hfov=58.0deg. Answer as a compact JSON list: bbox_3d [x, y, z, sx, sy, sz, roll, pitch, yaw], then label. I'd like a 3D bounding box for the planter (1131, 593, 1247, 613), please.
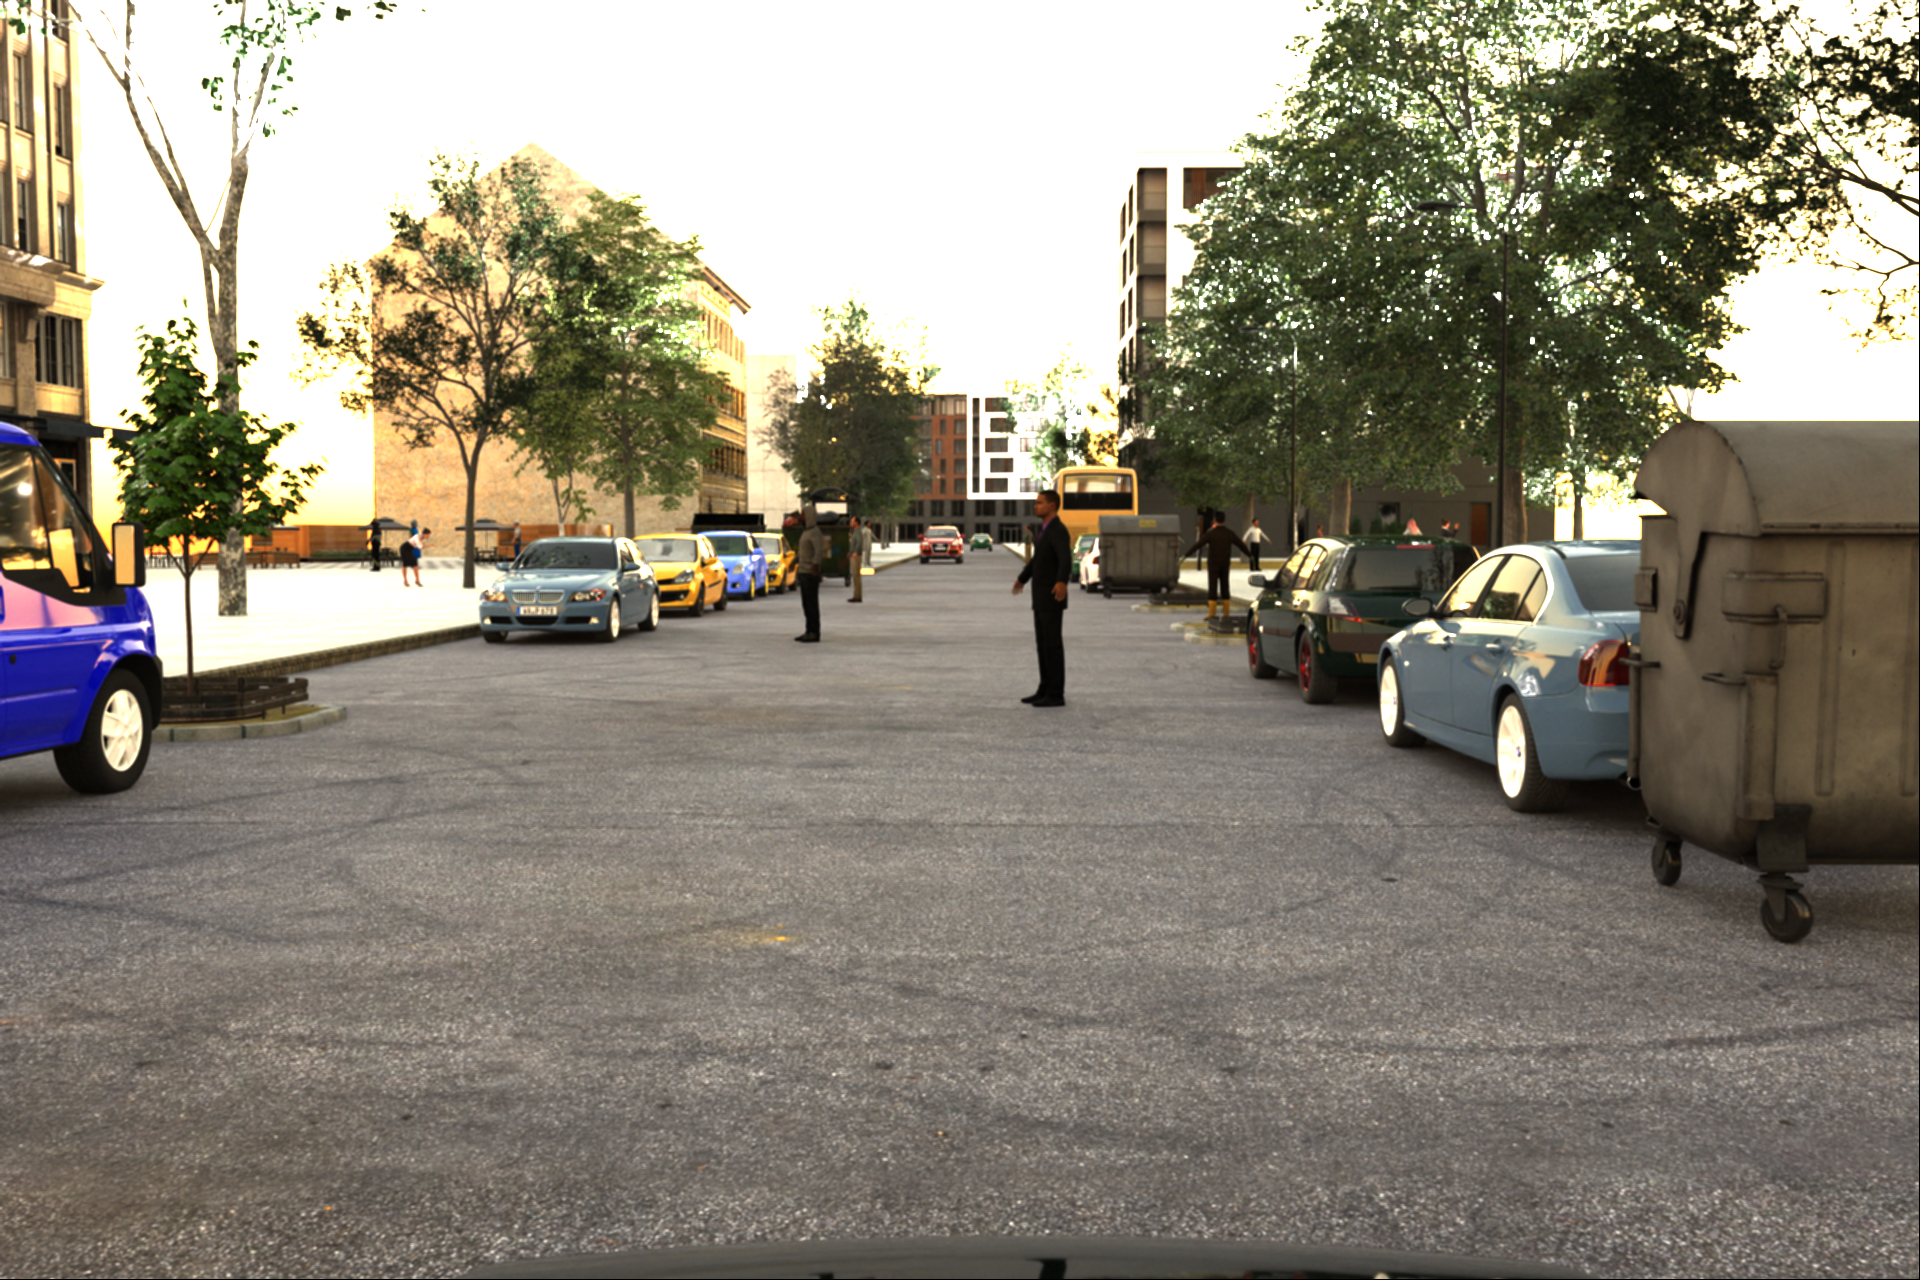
[{"bbox_3d":[4.227,-0.688,32.390,1.991,0.319,1.994,0,4,1],"label":"planter"}]

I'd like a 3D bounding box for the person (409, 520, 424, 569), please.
[{"bbox_3d":[-20.160,-3.547,64.126,0.704,1.817,1.347,0,4,1],"label":"person"}]

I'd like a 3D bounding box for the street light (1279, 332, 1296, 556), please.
[{"bbox_3d":[8.014,-4.054,38.823,1.470,5.913,1.316,0,4,1],"label":"street light"}]

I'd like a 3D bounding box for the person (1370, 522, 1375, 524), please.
[{"bbox_3d":[17.308,-4.061,72.340,0.705,1.837,1.347,0,4,5],"label":"person"}]

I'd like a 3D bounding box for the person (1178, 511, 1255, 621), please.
[{"bbox_3d":[4.254,-1.219,28.523,1.346,1.812,0.704,-1,4,-12],"label":"person"}]

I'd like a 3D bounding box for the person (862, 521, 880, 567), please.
[{"bbox_3d":[-3.629,-3.807,68.433,0.705,1.806,1.347,2,4,30],"label":"person"}]

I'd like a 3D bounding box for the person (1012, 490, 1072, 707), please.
[{"bbox_3d":[0.718,-0.357,14.511,0.704,1.802,1.346,-1,4,-14],"label":"person"}]

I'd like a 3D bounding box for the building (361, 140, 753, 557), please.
[{"bbox_3d":[-23.657,-16.840,106.257,19.493,23.208,18.063,0,4,1],"label":"building"}]

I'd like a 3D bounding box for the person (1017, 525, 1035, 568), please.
[{"bbox_3d":[2.840,-3.912,72.690,0.705,1.796,1.348,2,4,32],"label":"person"}]

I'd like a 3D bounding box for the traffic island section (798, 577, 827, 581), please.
[{"bbox_3d":[-5.134,-1.867,53.389,1.991,0.108,1.994,0,4,1],"label":"traffic island section"}]

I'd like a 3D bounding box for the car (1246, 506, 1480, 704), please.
[{"bbox_3d":[3.755,-0.379,15.983,2.009,1.686,4.222,0,3,0],"label":"car"}]

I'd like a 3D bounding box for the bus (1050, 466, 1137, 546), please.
[{"bbox_3d":[4.540,-4.270,61.356,2.896,3.916,12.252,0,4,1],"label":"bus"}]

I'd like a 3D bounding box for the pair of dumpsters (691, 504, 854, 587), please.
[{"bbox_3d":[-5.081,-2.587,47.242,4.436,2.255,1.574,0,4,1],"label":"pair of dumpsters"}]

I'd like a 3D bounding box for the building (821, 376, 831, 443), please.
[{"bbox_3d":[-21.470,-21.505,208.018,16.016,20.090,11.380,0,4,1],"label":"building"}]

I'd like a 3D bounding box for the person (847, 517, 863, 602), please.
[{"bbox_3d":[-2.209,-1.698,36.490,0.705,1.796,1.348,-1,4,-9],"label":"person"}]

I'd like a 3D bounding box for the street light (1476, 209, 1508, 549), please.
[{"bbox_3d":[8.148,-3.164,24.273,1.470,5.913,1.316,0,4,1],"label":"street light"}]

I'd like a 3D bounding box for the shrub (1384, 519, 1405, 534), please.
[{"bbox_3d":[20.297,-4.667,80.730,1.690,2.028,1.600,0,3,0],"label":"shrub"}]

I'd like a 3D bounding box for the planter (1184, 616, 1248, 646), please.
[{"bbox_3d":[4.038,-0.124,23.166,1.991,0.319,1.994,0,4,1],"label":"planter"}]

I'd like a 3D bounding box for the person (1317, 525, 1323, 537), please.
[{"bbox_3d":[17.339,-4.663,83.047,0.721,1.733,1.217,0,4,1],"label":"person"}]

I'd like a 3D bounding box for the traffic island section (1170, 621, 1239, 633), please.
[{"bbox_3d":[4.156,-0.173,25.700,1.991,0.108,1.994,0,4,1],"label":"traffic island section"}]

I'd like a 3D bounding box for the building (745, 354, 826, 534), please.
[{"bbox_3d":[-24.051,-19.548,186.061,16.747,18.905,31.486,0,4,1],"label":"building"}]

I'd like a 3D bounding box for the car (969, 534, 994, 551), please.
[{"bbox_3d":[1.782,-8.189,145.691,2.131,1.459,4.920,0,4,0],"label":"car"}]

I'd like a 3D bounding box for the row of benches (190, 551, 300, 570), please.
[{"bbox_3d":[-26.273,-2.939,63.514,1.422,0.672,4.104,3,4,39],"label":"row of benches"}]

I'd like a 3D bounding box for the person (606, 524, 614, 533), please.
[{"bbox_3d":[-19.278,-5.448,94.859,0.705,1.856,1.354,1,4,11],"label":"person"}]

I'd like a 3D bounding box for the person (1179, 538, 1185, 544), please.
[{"bbox_3d":[11.400,-5.043,91.717,0.991,1.433,0.599,1,4,9],"label":"person"}]

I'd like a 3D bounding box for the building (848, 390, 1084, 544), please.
[{"bbox_3d":[1.309,-25.283,259.807,32.646,21.610,27.936,1,4,10],"label":"building"}]

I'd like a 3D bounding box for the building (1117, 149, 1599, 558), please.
[{"bbox_3d":[23.669,-16.193,108.732,27.936,21.610,32.646,0,4,1],"label":"building"}]

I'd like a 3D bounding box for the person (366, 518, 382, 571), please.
[{"bbox_3d":[-20.248,-3.306,59.914,0.704,1.845,1.351,-2,4,-34],"label":"person"}]

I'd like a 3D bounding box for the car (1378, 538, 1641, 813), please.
[{"bbox_3d":[3.728,0.111,10.183,2.014,1.417,4.499,0,4,1],"label":"car"}]

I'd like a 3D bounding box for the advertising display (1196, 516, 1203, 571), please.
[{"bbox_3d":[8.411,-3.407,60.912,0.123,1.923,0.974,0,4,1],"label":"advertising display"}]

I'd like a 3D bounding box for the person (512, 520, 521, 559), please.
[{"bbox_3d":[-17.649,-3.856,68.895,0.705,1.847,1.347,0,4,-8],"label":"person"}]

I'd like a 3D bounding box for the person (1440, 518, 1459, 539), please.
[{"bbox_3d":[13.739,-2.549,48.517,0.445,1.727,0.742,-3,4,-37],"label":"person"}]

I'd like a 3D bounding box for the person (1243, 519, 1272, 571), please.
[{"bbox_3d":[10.247,-3.296,60.043,1.344,1.810,0.704,-2,4,-34],"label":"person"}]

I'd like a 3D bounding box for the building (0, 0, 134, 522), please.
[{"bbox_3d":[-31.544,-18.348,46.104,12.429,33.558,17.177,0,4,1],"label":"building"}]

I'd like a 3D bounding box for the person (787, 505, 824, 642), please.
[{"bbox_3d":[-2.026,-0.885,23.048,0.705,1.813,1.348,-1,4,-20],"label":"person"}]

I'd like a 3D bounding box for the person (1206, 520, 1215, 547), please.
[{"bbox_3d":[8.940,-3.273,60.081,0.750,1.759,0.617,-1,4,-8],"label":"person"}]

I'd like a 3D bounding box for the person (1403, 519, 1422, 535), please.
[{"bbox_3d":[15.583,-3.284,59.840,1.347,1.811,0.704,-2,4,-28],"label":"person"}]

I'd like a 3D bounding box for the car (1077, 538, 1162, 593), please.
[{"bbox_3d":[4.019,-1.908,43.563,2.083,1.381,4.827,0,4,1],"label":"car"}]

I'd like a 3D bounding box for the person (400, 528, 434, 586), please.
[{"bbox_3d":[-13.305,-2.032,42.447,0.799,1.438,0.628,-1,4,-21],"label":"person"}]

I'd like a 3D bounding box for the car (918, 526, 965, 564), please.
[{"bbox_3d":[-0.882,-4.679,85.181,2.281,1.827,5.304,0,4,1],"label":"car"}]
